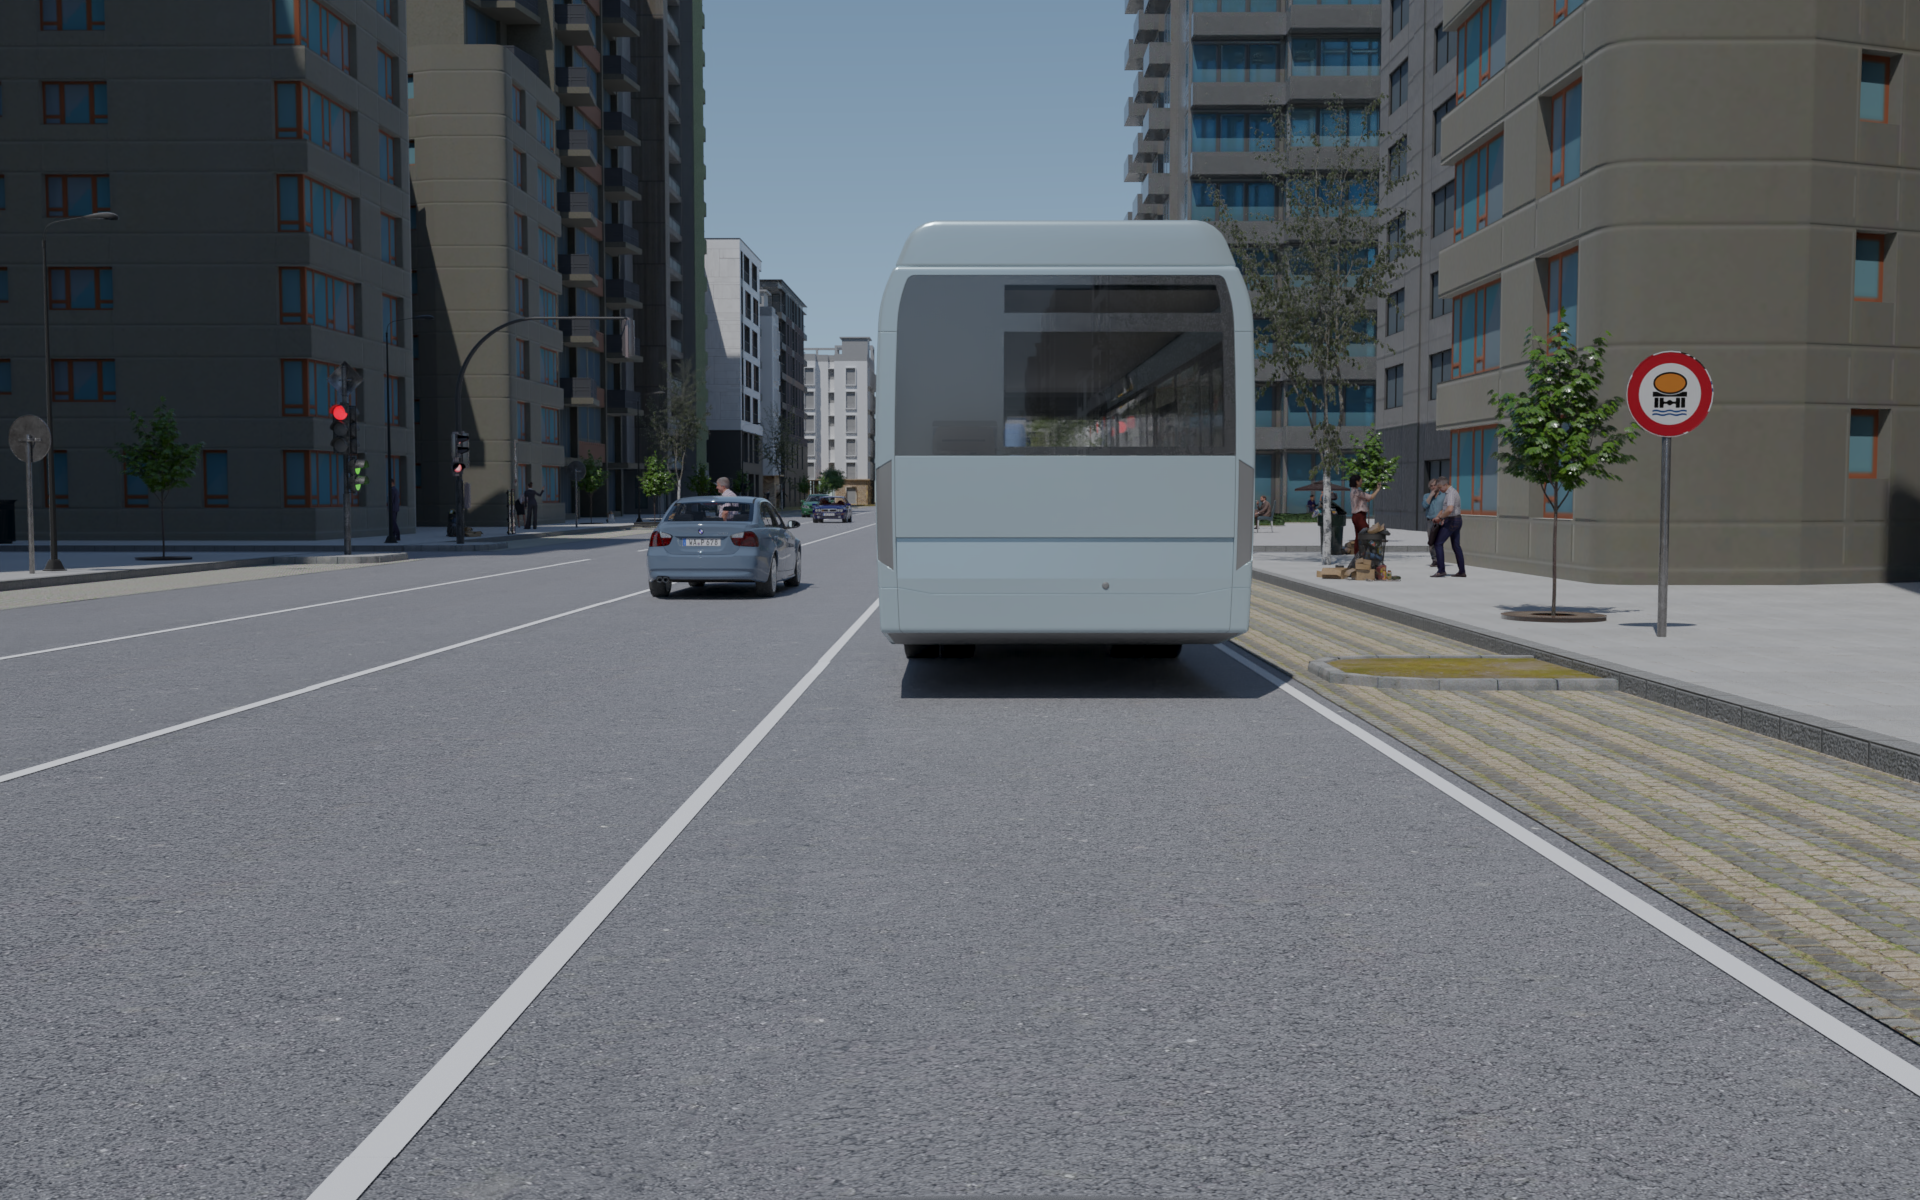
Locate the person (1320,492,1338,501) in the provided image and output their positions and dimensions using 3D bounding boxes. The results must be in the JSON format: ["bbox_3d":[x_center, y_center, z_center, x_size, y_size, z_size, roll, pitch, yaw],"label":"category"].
[{"bbox_3d":[13.580,-3.420,63.824,0.647,1.594,0.662,0,4,4],"label":"person"}]

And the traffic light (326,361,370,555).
[{"bbox_3d":[-12.934,-2.911,36.519,0.839,4.253,0.868,0,4,1],"label":"traffic light"}]

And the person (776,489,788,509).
[{"bbox_3d":[-15.295,-8.731,148.825,1.348,1.821,0.705,2,4,34],"label":"person"}]

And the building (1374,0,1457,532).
[{"bbox_3d":[25.987,-37.666,54.091,20.611,71.187,20.563,0,4,1],"label":"building"}]

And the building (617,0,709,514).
[{"bbox_3d":[-24.377,-26.164,111.376,14.154,41.232,14.086,0,4,1],"label":"building"}]

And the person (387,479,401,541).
[{"bbox_3d":[-15.586,-2.487,47.626,0.530,1.710,0.541,1,4,9],"label":"person"}]

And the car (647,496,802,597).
[{"bbox_3d":[-3.405,-0.820,25.410,2.014,1.417,4.499,0,4,2],"label":"car"}]

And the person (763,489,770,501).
[{"bbox_3d":[-16.239,-8.453,145.046,0.742,1.727,0.445,1,4,22],"label":"person"}]

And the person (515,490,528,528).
[{"bbox_3d":[-16.667,-3.475,66.047,0.799,1.438,0.628,1,4,18],"label":"person"}]

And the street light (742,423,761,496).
[{"bbox_3d":[-13.617,-8.575,112.735,1.470,5.913,1.316,0,4,1],"label":"street light"}]

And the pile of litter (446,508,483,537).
[{"bbox_3d":[-14.976,-2.341,52.247,1.176,0.858,1.719,0,4,-2],"label":"pile of litter"}]

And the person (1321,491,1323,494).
[{"bbox_3d":[14.337,-3.701,68.027,0.415,1.643,0.593,-2,4,-32],"label":"person"}]

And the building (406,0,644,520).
[{"bbox_3d":[-29.005,-26.608,89.657,22.147,44.769,28.867,0,4,1],"label":"building"}]

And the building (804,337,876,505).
[{"bbox_3d":[-16.429,-21.912,214.679,11.380,20.091,16.016,0,4,1],"label":"building"}]

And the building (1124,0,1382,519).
[{"bbox_3d":[21.365,-29.459,101.267,23.786,49.044,30.456,0,4,1],"label":"building"}]

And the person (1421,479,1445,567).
[{"bbox_3d":[8.380,-1.356,30.430,0.429,1.552,0.499,-3,5,-41],"label":"person"}]

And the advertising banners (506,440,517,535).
[{"bbox_3d":[-14.249,-3.605,55.133,0.090,3.025,2.074,0,4,-6],"label":"advertising banners"}]

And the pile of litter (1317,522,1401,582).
[{"bbox_3d":[6.020,-0.745,26.143,1.176,0.858,1.719,0,4,-1],"label":"pile of litter"}]

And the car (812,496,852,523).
[{"bbox_3d":[-6.406,-4.556,87.069,1.945,1.354,3.894,0,4,1],"label":"car"}]

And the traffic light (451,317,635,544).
[{"bbox_3d":[-10.761,-4.272,44.518,4.771,5.953,1.251,0,4,1],"label":"traffic light"}]

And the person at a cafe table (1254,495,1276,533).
[{"bbox_3d":[9.592,-2.849,57.436,1.726,1.238,1.698,0,4,5],"label":"person at a cafe table"}]

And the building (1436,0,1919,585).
[{"bbox_3d":[22.799,-10.586,18.119,27.650,21.520,28.899,0,4,1],"label":"building"}]

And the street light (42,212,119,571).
[{"bbox_3d":[-14.572,-3.436,28.720,1.470,5.913,1.316,0,4,1],"label":"street light"}]

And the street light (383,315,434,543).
[{"bbox_3d":[-14.332,-4.436,45.076,1.470,5.913,1.316,0,4,1],"label":"street light"}]

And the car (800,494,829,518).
[{"bbox_3d":[-8.755,-5.837,107.235,2.131,1.459,4.920,0,4,1],"label":"car"}]

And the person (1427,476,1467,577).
[{"bbox_3d":[7.492,-1.123,26.614,0.590,1.554,0.614,1,4,16],"label":"person"}]

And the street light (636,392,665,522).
[{"bbox_3d":[-14.053,-6.488,78.625,1.470,5.913,1.316,0,4,1],"label":"street light"}]

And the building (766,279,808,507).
[{"bbox_3d":[-33.035,-20.486,178.917,32.646,21.610,27.936,0,4,1],"label":"building"}]

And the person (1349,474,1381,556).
[{"bbox_3d":[7.545,-1.514,32.261,0.566,1.644,0.517,3,5,41],"label":"person"}]

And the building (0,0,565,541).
[{"bbox_3d":[-31.404,-13.243,61.561,27.650,21.520,28.899,0,4,1],"label":"building"}]

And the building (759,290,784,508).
[{"bbox_3d":[-24.462,-18.461,158.263,16.016,20.091,11.380,0,4,1],"label":"building"}]

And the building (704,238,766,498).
[{"bbox_3d":[-31.470,-17.880,136.314,27.936,21.610,32.646,0,4,1],"label":"building"}]
